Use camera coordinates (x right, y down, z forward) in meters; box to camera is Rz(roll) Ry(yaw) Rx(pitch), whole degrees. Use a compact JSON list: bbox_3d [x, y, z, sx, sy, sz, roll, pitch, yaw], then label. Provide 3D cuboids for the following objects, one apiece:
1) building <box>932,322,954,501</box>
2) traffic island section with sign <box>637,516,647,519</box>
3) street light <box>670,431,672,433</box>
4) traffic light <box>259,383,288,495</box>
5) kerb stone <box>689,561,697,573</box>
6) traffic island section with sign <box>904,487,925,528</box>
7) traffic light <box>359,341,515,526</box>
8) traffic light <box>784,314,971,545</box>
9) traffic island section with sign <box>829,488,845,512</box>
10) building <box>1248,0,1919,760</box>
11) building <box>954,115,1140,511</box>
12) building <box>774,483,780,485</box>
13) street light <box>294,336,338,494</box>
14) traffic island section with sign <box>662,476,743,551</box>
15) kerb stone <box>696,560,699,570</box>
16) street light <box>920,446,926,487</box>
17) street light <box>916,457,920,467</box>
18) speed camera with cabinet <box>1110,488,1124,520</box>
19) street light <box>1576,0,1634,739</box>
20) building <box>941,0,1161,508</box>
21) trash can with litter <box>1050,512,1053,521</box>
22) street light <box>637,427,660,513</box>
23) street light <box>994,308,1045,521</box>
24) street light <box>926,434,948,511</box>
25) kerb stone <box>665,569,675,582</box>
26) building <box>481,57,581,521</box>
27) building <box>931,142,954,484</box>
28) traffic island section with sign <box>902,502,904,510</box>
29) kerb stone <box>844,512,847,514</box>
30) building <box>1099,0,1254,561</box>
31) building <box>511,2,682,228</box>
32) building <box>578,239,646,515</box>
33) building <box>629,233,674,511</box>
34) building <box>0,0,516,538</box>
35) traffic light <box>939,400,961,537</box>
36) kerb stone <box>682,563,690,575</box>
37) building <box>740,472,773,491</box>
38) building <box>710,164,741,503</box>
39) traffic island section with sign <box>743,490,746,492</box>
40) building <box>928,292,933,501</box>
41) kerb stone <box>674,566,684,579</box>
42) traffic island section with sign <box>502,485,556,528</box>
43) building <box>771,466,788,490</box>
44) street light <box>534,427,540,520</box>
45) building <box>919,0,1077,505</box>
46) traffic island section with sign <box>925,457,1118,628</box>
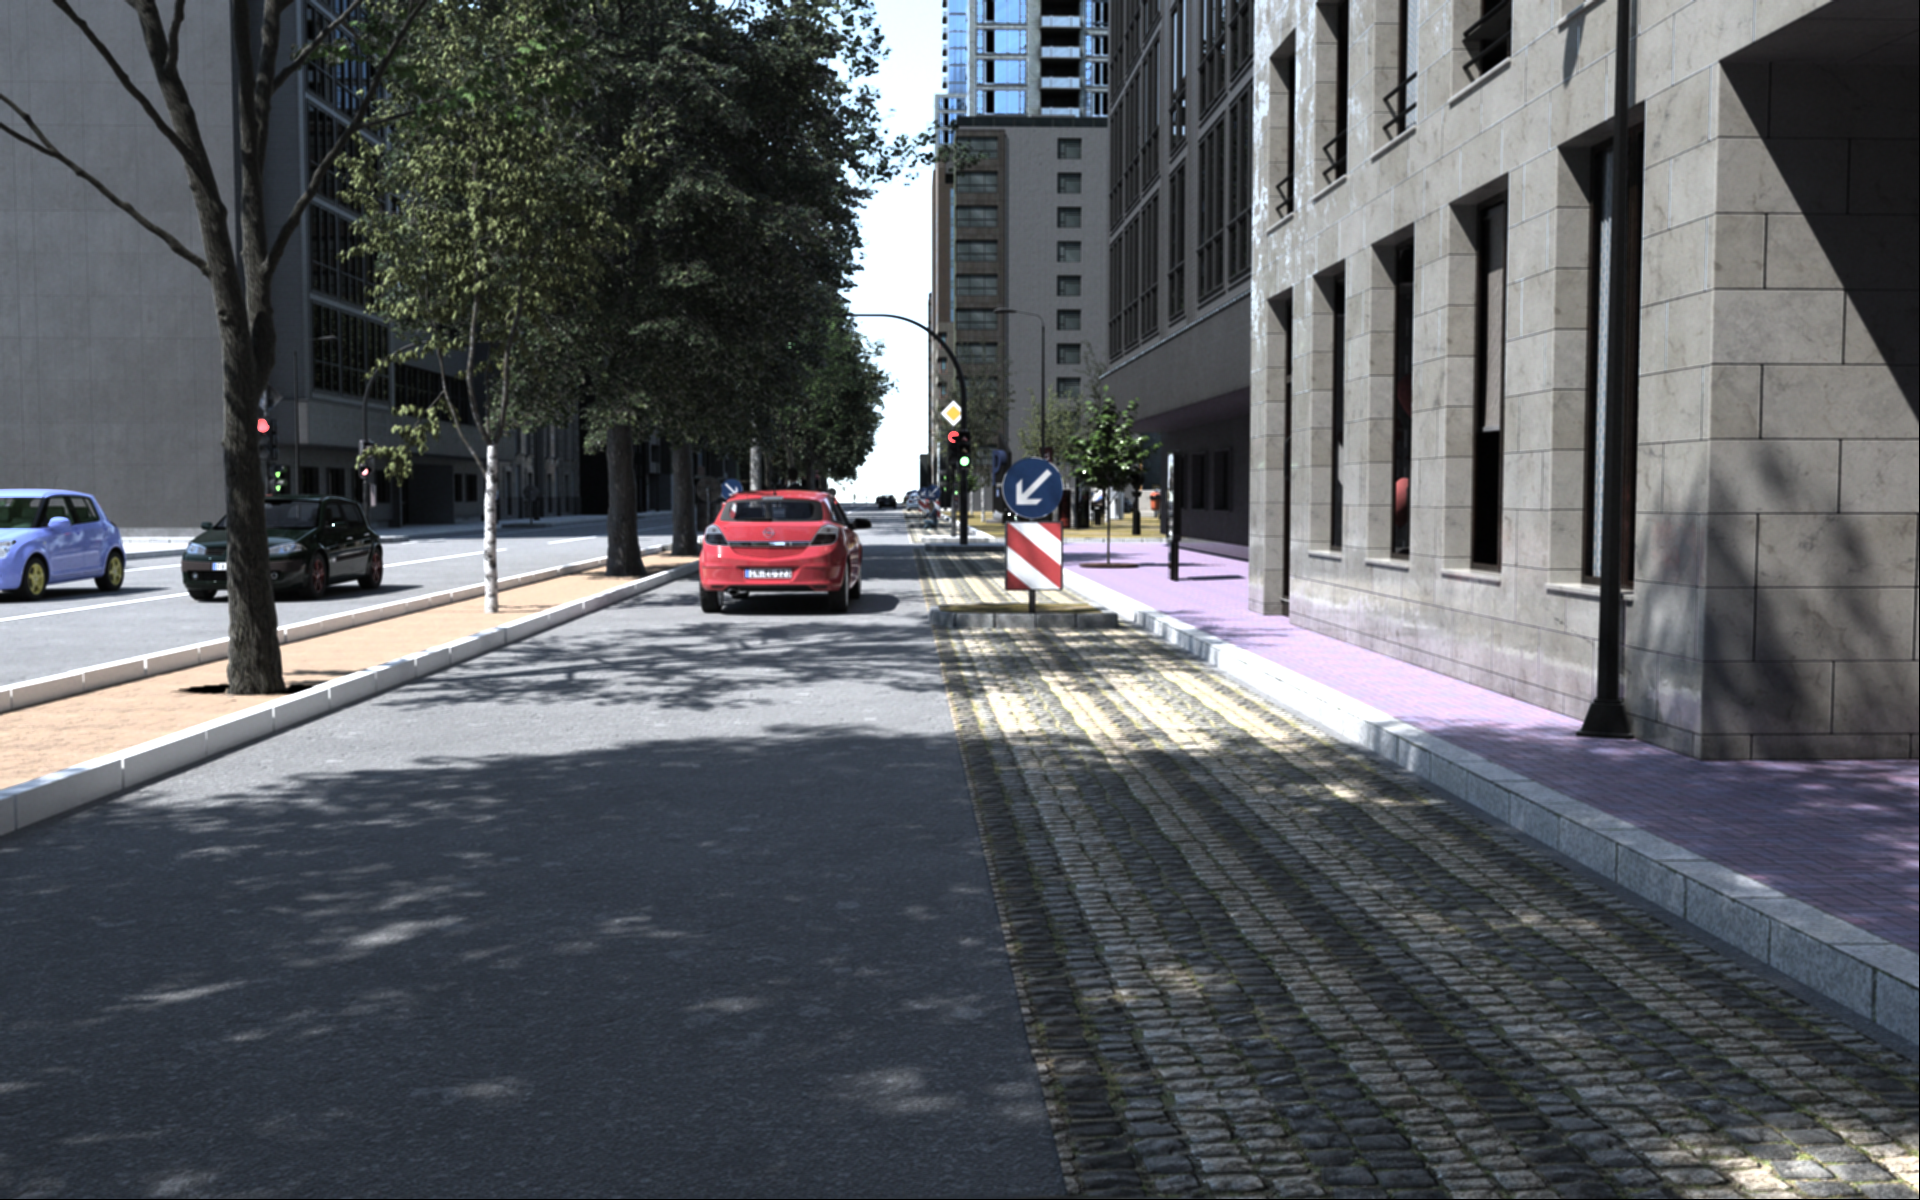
[{"bbox_3d":[11.057,-21.062,189.403,27.650,21.520,28.899,0,4,-2],"label":"building"},{"bbox_3d":[-19.371,-5.662,101.205,1.989,1.847,2.006,0,4,-2],"label":"traffic island section with sign"},{"bbox_3d":[-21.760,-9.483,127.590,1.470,5.913,1.316,0,4,-2],"label":"street light"},{"bbox_3d":[-17.279,-3.324,43.262,0.839,4.253,0.868,0,4,-2],"label":"traffic light"},{"bbox_3d":[-4.943,-0.569,31.492,0.120,0.150,1.000,0,4,-2],"label":"kerb stone"},{"bbox_3d":[-1.268,-3.980,73.703,1.989,1.847,2.006,0,4,-2],"label":"traffic island section with sign"},{"bbox_3d":[-15.474,-4.690,51.351,4.771,5.953,1.251,0,4,-2],"label":"traffic light"},{"bbox_3d":[-2.017,-4.221,43.675,4.771,5.953,1.251,0,4,-2],"label":"traffic light"},{"bbox_3d":[-9.374,-7.240,126.507,2.006,1.907,1.989,0,4,-2],"label":"traffic island section with sign"},{"bbox_3d":[8.662,-9.512,10.275,10.420,20.320,16.860,0,4,-2],"label":"building"},{"bbox_3d":[6.466,-22.281,136.000,14.160,30.474,14.107,0,4,-2],"label":"building"},{"bbox_3d":[-38.031,-36.611,253.212,22.147,44.769,28.867,0,4,-2],"label":"building"},{"bbox_3d":[-18.998,-4.804,51.083,1.470,5.913,1.316,0,4,-2],"label":"street light"},{"bbox_3d":[-6.454,-2.194,44.013,2.006,1.907,1.989,0,4,-2],"label":"traffic island section with sign"},{"bbox_3d":[-4.993,-0.627,32.513,0.120,0.150,1.000,0,4,-2],"label":"kerb stone"},{"bbox_3d":[-2.898,-12.012,168.932,1.470,5.913,1.316,0,4,-2],"label":"street light"},{"bbox_3d":[-4.095,-14.107,203.190,1.470,5.913,1.316,0,4,-2],"label":"street light"},{"bbox_3d":[7.763,-5.648,86.682,0.660,3.252,2.038,1,4,15],"label":"speed camera with cabinet"},{"bbox_3d":[2.907,-2.232,9.037,1.470,5.913,1.316,0,4,-2],"label":"street light"},{"bbox_3d":[9.476,-51.636,156.921,22.319,86.520,31.000,0,4,-2],"label":"building"},{"bbox_3d":[3.587,-3.409,67.120,1.055,1.170,0.624,0,4,-3],"label":"trash can with litter"},{"bbox_3d":[-21.468,-8.949,118.855,1.470,5.913,1.316,0,4,-2],"label":"street light"},{"bbox_3d":[1.542,-4.340,43.494,1.470,5.913,1.316,0,4,-2],"label":"street light"},{"bbox_3d":[-1.678,-9.907,134.519,1.470,5.913,1.316,0,4,-2],"label":"street light"},{"bbox_3d":[-4.841,-0.380,28.408,0.120,0.150,1.000,0,4,-2],"label":"kerb stone"},{"bbox_3d":[-28.477,-18.107,93.305,12.463,27.353,25.104,0,4,-2],"label":"building"},{"bbox_3d":[3.964,-34.794,218.987,14.600,45.320,14.200,0,4,-2],"label":"building"},{"bbox_3d":[-2.226,-5.628,100.641,1.989,1.847,2.006,0,4,-2],"label":"traffic island section with sign"},{"bbox_3d":[-8.259,-6.303,125.262,0.120,0.150,1.000,0,4,-2],"label":"kerb stone"},{"bbox_3d":[10.924,-14.525,30.991,14.314,27.812,24.014,0,4,-2],"label":"building"},{"bbox_3d":[-31.275,-30.366,146.591,14.600,45.320,14.200,0,4,-2],"label":"building"},{"bbox_3d":[-28.171,-17.409,114.320,12.332,23.373,15.834,0,4,-2],"label":"building"},{"bbox_3d":[-29.662,-22.096,132.965,14.160,30.474,14.107,0,4,-2],"label":"building"},{"bbox_3d":[-27.157,-15.045,65.044,14.314,24.678,30.058,0,4,-2],"label":"building"},{"bbox_3d":[-0.212,-3.850,51.870,0.839,4.253,0.868,0,4,-2],"label":"traffic light"},{"bbox_3d":[-4.908,-0.506,30.465,0.120,0.150,1.000,0,4,-2],"label":"kerb stone"},{"bbox_3d":[-36.874,-34.827,224.045,22.147,44.769,28.867,0,4,-2],"label":"building"},{"bbox_3d":[-31.854,-30.957,189.736,14.154,41.232,14.086,0,4,-2],"label":"building"},{"bbox_3d":[-22.107,-10.378,178.312,1.989,1.847,2.006,0,4,-2],"label":"traffic island section with sign"},{"bbox_3d":[2.380,-29.121,247.823,14.160,30.474,14.107,0,4,-2],"label":"building"},{"bbox_3d":[-4.862,-0.442,29.432,0.120,0.150,1.000,0,4,-2],"label":"kerb stone"},{"bbox_3d":[-18.407,-4.006,74.124,1.989,1.847,2.006,0,4,-2],"label":"traffic island section with sign"},{"bbox_3d":[-34.881,-30.806,275.379,14.160,30.474,14.107,0,4,-2],"label":"building"},{"bbox_3d":[-20.263,-6.876,84.968,1.470,5.913,1.316,0,4,-2],"label":"street light"},{"bbox_3d":[4.931,-58.521,269.485,22.319,86.520,31.000,0,4,-2],"label":"building"},{"bbox_3d":[0.650,-0.653,19.304,1.989,1.847,2.006,0,4,-2],"label":"traffic island section with sign"}]
